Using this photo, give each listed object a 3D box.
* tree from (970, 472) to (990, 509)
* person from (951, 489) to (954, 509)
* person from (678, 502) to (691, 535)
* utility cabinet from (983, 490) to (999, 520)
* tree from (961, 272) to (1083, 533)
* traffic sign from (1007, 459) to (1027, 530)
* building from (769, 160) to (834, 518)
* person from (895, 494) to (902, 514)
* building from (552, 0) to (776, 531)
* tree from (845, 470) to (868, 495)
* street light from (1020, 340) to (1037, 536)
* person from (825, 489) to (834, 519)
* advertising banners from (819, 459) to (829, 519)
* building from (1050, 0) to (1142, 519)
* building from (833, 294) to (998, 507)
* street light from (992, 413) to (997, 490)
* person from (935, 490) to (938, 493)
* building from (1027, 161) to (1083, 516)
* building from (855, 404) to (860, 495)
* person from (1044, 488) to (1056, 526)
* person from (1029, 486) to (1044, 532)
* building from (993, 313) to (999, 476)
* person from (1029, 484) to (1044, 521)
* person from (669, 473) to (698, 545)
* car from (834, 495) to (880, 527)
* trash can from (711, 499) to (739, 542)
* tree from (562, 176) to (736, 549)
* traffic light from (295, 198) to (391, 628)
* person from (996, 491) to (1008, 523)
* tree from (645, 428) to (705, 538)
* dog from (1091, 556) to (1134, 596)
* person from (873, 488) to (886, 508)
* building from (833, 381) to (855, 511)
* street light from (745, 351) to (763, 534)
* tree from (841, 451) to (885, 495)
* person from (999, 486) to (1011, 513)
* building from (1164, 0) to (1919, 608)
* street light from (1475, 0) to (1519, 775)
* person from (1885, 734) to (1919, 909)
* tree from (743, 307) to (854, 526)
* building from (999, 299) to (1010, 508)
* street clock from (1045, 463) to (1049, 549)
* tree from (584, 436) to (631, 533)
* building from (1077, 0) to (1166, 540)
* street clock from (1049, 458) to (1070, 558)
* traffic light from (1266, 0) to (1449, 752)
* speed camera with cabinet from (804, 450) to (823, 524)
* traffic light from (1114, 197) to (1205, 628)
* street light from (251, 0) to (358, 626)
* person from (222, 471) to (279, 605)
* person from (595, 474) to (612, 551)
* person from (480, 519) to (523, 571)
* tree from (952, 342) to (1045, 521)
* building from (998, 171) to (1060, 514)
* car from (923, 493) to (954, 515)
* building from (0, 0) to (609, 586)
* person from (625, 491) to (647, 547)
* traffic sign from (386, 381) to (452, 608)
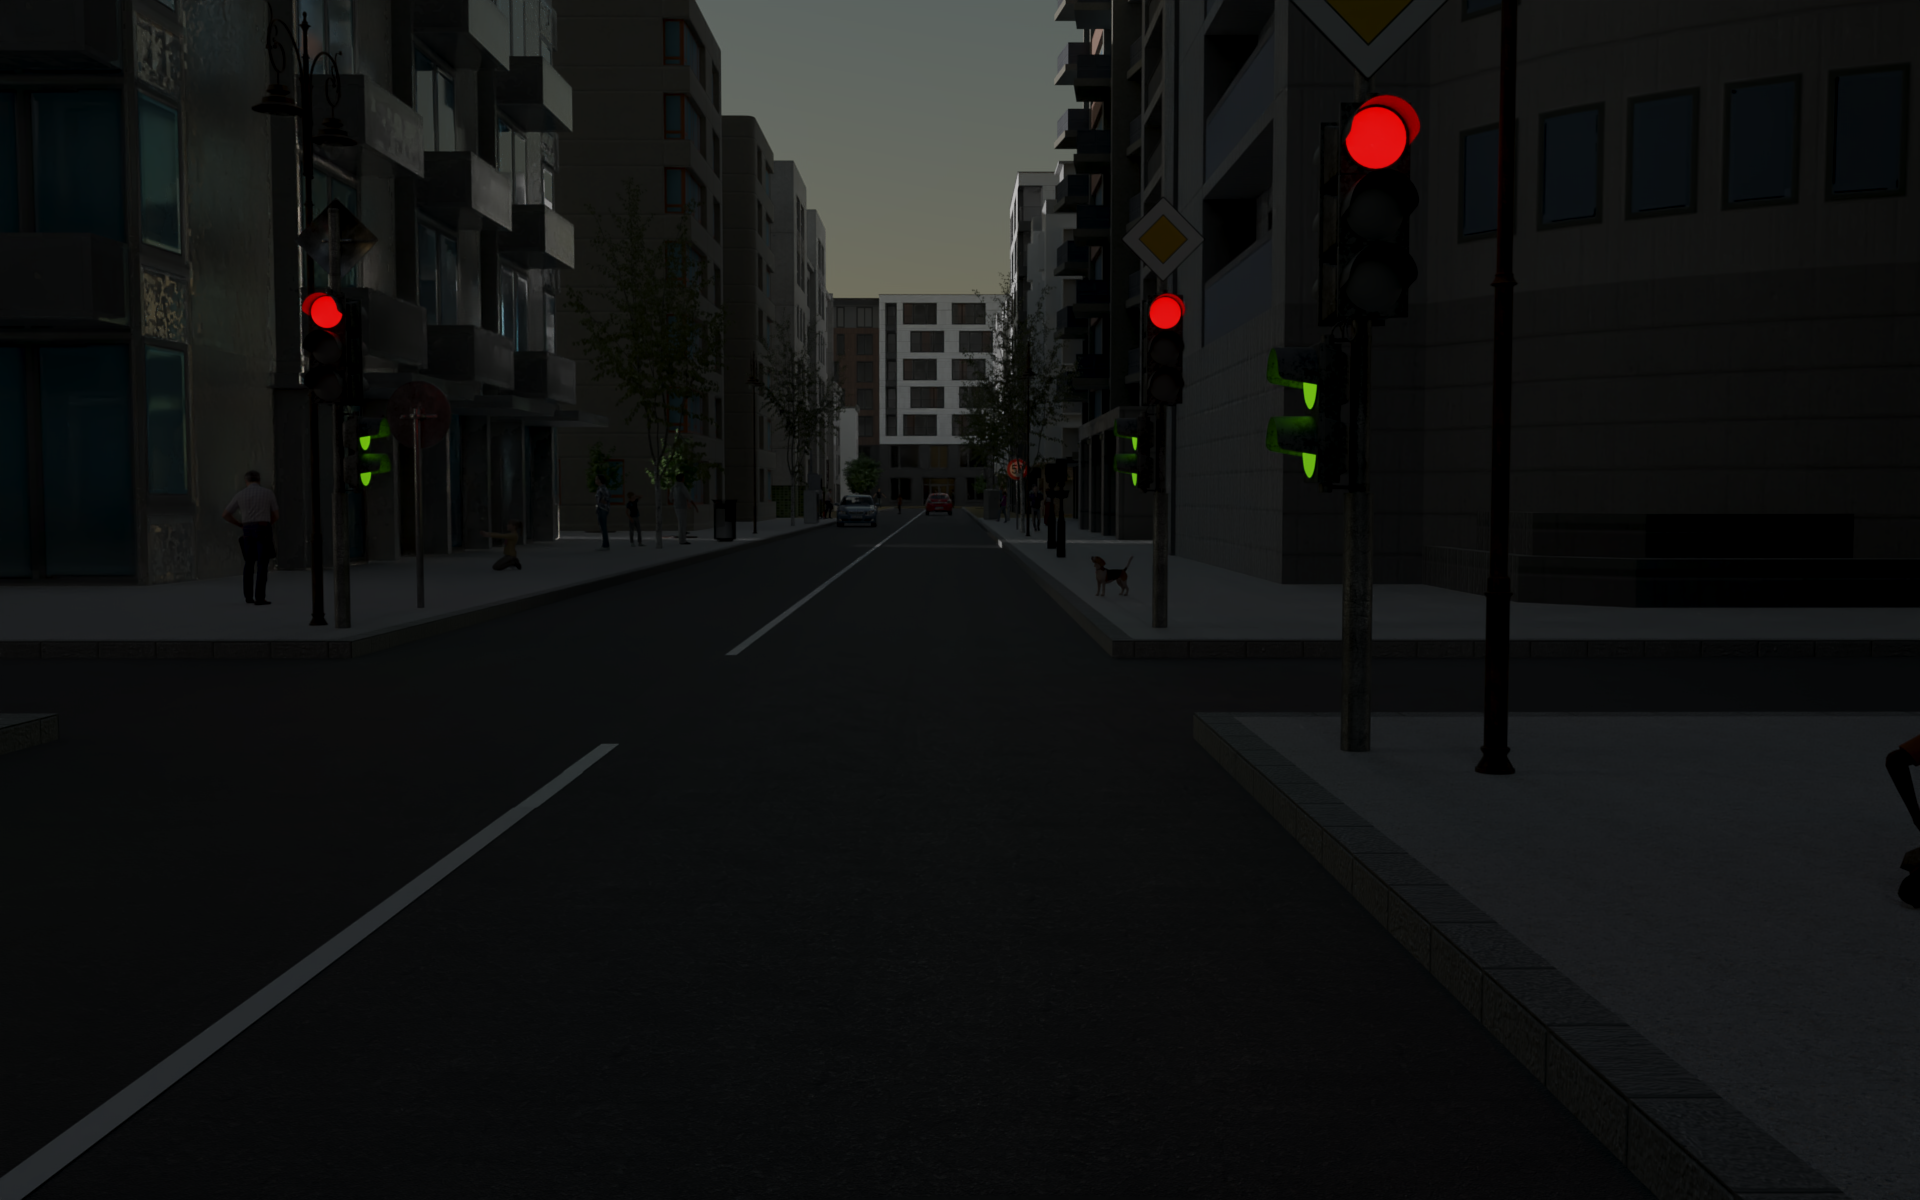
[{"bbox_3d":[1.871,-9.450,149.112,1.663,3.219,1.824,0,3,0],"label":"tree"},{"bbox_3d":[-0.714,-9.480,163.130,0.705,1.869,1.348,0,4,3],"label":"person"},{"bbox_3d":[-8.716,-2.965,54.666,0.789,1.805,0.875,-1,4,-13],"label":"person"},{"bbox_3d":[1.568,-4.708,85.655,0.318,1.500,1.173,2,4,28],"label":"utility cabinet"},{"bbox_3d":[2.076,-6.526,57.061,4.360,8.622,3.978,0,3,0],"label":"tree"},{"bbox_3d":[2.059,-3.793,62.115,0.768,2.556,0.104,0,4,1],"label":"traffic sign"},{"bbox_3d":[-17.289,-14.759,107.771,16.747,18.905,31.486,0,4,0],"label":"building"},{"bbox_3d":[-4.321,-6.805,123.028,0.557,1.426,1.065,-2,4,-30],"label":"person"},{"bbox_3d":[-23.167,-13.990,73.778,27.650,21.520,28.899,0,4,0],"label":"building"},{"bbox_3d":[-8.312,-8.872,139.650,1.663,3.219,1.824,0,3,0],"label":"tree"},{"bbox_3d":[2.059,-4.862,52.276,0.468,5.910,1.993,0,4,0],"label":"street light"},{"bbox_3d":[-6.804,-4.985,89.759,0.590,1.554,0.614,-1,4,-22],"label":"person"},{"bbox_3d":[-6.935,-5.629,88.228,0.090,3.025,2.074,-1,4,-18],"label":"advertising banners"},{"bbox_3d":[15.600,-25.822,76.811,22.147,44.769,28.867,0,4,0],"label":"building"},{"bbox_3d":[-10.550,-21.226,191.020,32.646,21.610,27.936,0,4,0],"label":"building"},{"bbox_3d":[1.780,-7.251,91.348,0.468,5.910,1.993,0,4,0],"label":"street light"},{"bbox_3d":[-2.059,-8.682,150.478,0.705,1.821,1.348,0,4,-3],"label":"person"},{"bbox_3d":[12.143,-15.158,104.261,16.016,20.091,11.380,0,4,0],"label":"building"},{"bbox_3d":[-23.622,-13.428,161.687,28.070,9.664,9.099,0,4,0],"label":"building"},{"bbox_3d":[3.592,-3.727,69.454,0.523,1.526,0.387,-2,4,-35],"label":"person"},{"bbox_3d":[2.667,-3.120,59.259,0.569,1.553,0.471,3,4,37],"label":"person"},{"bbox_3d":[11.125,-18.551,159.733,16.016,20.091,11.380,0,4,0],"label":"building"},{"bbox_3d":[3.518,-4.552,81.189,0.841,1.734,0.376,-1,4,-19],"label":"person"},{"bbox_3d":[-7.018,-2.317,44.066,0.875,1.805,0.789,3,5,40],"label":"person"},{"bbox_3d":[-4.549,-3.961,76.772,2.014,1.417,4.499,0,4,-2],"label":"car"},{"bbox_3d":[-6.340,-2.144,46.701,0.748,1.137,0.748,0,3,0],"label":"trash can"},{"bbox_3d":[-7.058,-5.497,40.241,4.737,8.622,4.395,0,3,0],"label":"tree"},{"bbox_3d":[-5.897,-1.685,16.478,0.839,4.253,0.868,0,4,0],"label":"traffic light"},{"bbox_3d":[1.805,-4.146,77.066,0.776,1.435,0.726,1,4,19],"label":"person"},{"bbox_3d":[-8.220,-3.431,50.692,1.663,3.219,1.824,0,3,0],"label":"tree"},{"bbox_3d":[1.916,-0.305,21.814,0.406,0.507,0.540,1,4,22],"label":"dog"},{"bbox_3d":[-7.559,-9.550,162.195,1.348,1.822,0.705,-2,4,-30],"label":"person"},{"bbox_3d":[-13.910,-11.967,137.801,9.099,9.664,28.070,0,4,0],"label":"building"},{"bbox_3d":[-6.649,-5.091,56.018,0.468,5.910,1.993,0,4,0],"label":"street light"},{"bbox_3d":[-7.426,-9.128,132.954,4.285,4.588,4.351,0,3,0],"label":"tree"},{"bbox_3d":[2.799,-6.625,114.340,1.348,1.826,0.705,-3,4,-36],"label":"person"},{"bbox_3d":[18.538,-29.689,27.419,28.212,58.520,21.231,0,4,0],"label":"building"},{"bbox_3d":[2.469,-2.142,7.815,0.468,5.910,1.993,0,4,0],"label":"street light"},{"bbox_3d":[3.283,0.535,5.579,0.859,0.850,0.655,1,4,10],"label":"person"},{"bbox_3d":[-6.475,-7.275,69.304,4.360,8.622,3.978,0,3,0],"label":"tree"},{"bbox_3d":[11.720,-17.857,148.379,16.016,20.091,11.380,0,4,0],"label":"building"},{"bbox_3d":[2.152,-2.198,40.501,0.358,2.002,0.471,1,4,18],"label":"street clock"},{"bbox_3d":[-12.028,-3.849,57.529,1.663,3.219,1.824,0,3,0],"label":"tree"},{"bbox_3d":[14.598,-37.466,50.825,20.563,71.187,20.611,0,4,0],"label":"building"},{"bbox_3d":[2.049,-1.862,35.013,0.358,2.002,0.471,0,4,6],"label":"street clock"},{"bbox_3d":[1.963,-1.202,8.567,0.839,4.253,0.868,0,4,0],"label":"traffic light"},{"bbox_3d":[-6.447,-5.001,76.106,0.660,3.252,2.038,0,4,3],"label":"speed camera with cabinet"},{"bbox_3d":[1.904,-1.690,16.552,0.839,4.253,0.868,0,4,0],"label":"traffic light"},{"bbox_3d":[-6.276,-2.690,16.765,0.468,5.910,1.993,0,4,0],"label":"street light"},{"bbox_3d":[-8.248,-0.728,20.166,0.614,1.554,0.590,-1,4,-11],"label":"person"},{"bbox_3d":[-8.078,-1.986,39.238,0.376,1.734,0.841,0,4,-3],"label":"person"},{"bbox_3d":[-7.702,-0.928,29.144,0.695,0.859,0.347,-1,4,-23],"label":"person"},{"bbox_3d":[2.086,-8.099,82.774,4.737,8.622,4.395,0,3,0],"label":"tree"},{"bbox_3d":[17.473,-17.274,126.402,27.936,21.610,32.646,0,4,0],"label":"building"},{"bbox_3d":[-1.452,-6.642,117.636,2.155,1.783,4.494,0,4,-2],"label":"car"},{"bbox_3d":[-20.967,-25.427,35.346,23.786,49.044,30.456,0,4,0],"label":"building"},{"bbox_3d":[-7.907,-1.976,42.261,0.340,1.345,0.435,2,4,32],"label":"person"},{"bbox_3d":[-6.084,-1.184,19.463,0.768,2.556,0.104,0,4,7],"label":"traffic sign"}]
